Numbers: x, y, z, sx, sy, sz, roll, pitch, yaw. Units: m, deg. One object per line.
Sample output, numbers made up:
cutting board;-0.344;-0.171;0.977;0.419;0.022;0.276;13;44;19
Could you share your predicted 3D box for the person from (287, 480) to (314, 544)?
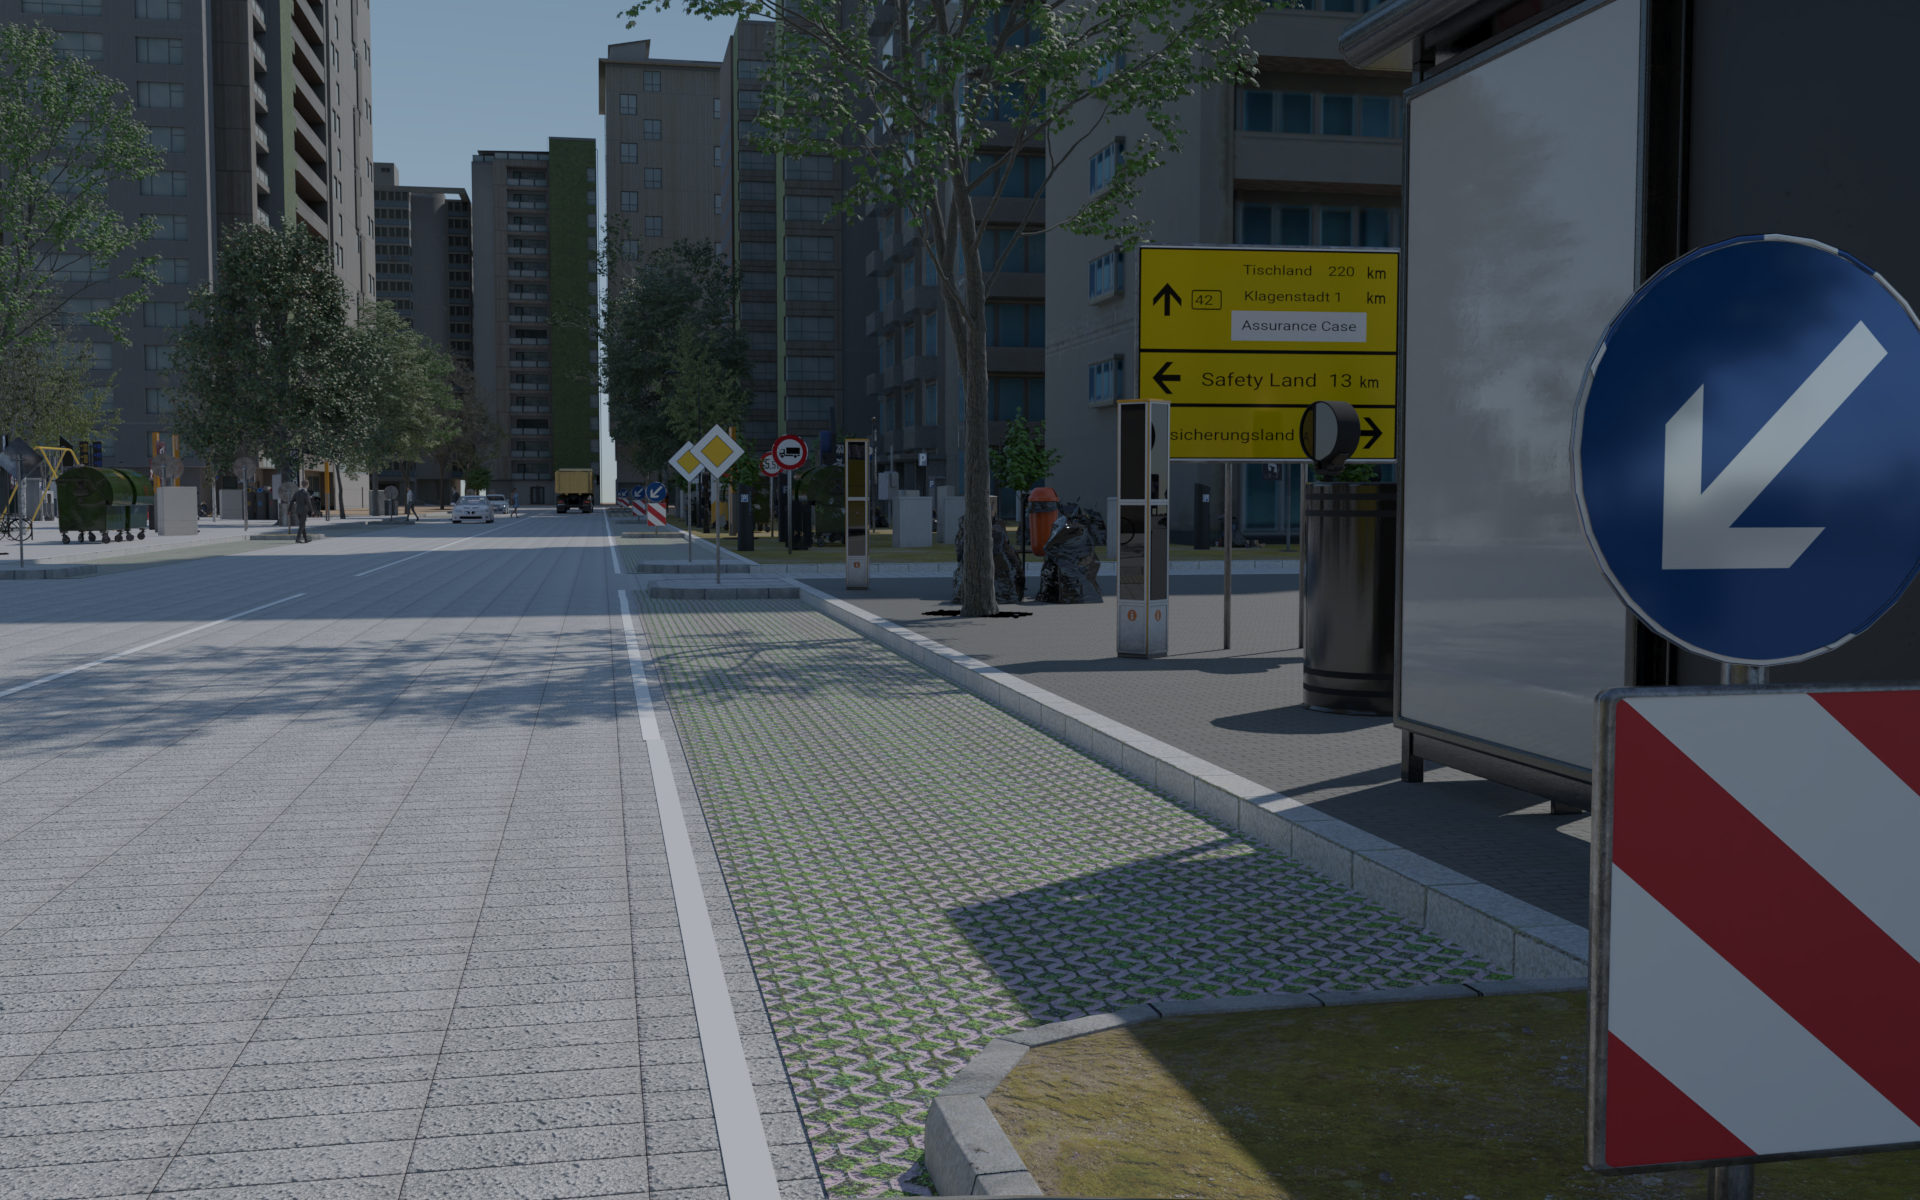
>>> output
person;-19.032;-2.567;50.250;0.659;1.850;0.755;2;4;27

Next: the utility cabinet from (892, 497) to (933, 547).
utility cabinet;-1.157;-1.885;41.979;1.020;1.237;0.306;-3;4;-38

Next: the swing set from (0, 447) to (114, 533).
swing set;-30.526;-3.711;58.300;2.862;2.851;3.119;-1;4;-9

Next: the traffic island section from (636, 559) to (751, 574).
traffic island section;-5.059;-0.631;32.603;2.009;0.180;2.903;-1;4;-12

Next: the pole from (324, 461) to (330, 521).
pole;-30.062;-5.407;82.253;0.158;3.312;0.155;0;3;0

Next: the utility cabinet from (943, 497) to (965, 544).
utility cabinet;0.081;-2.061;44.867;1.020;1.237;0.306;0;4;-4

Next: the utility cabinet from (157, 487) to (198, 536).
utility cabinet;-24.032;-2.722;53.176;0.318;1.500;1.173;2;4;30

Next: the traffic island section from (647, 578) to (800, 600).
traffic island section;-3.437;-0.153;24.784;2.009;0.180;2.903;-1;4;-12

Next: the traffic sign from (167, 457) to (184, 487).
traffic sign;-26.785;-3.596;58.896;0.768;2.556;0.104;-1;4;-10

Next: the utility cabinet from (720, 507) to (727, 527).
utility cabinet;-8.746;-3.541;66.572;1.173;1.500;0.318;-2;4;-25

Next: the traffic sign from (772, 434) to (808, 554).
traffic sign;-3.623;-2.249;36.871;0.768;2.556;0.104;-1;4;-11

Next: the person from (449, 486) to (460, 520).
person;-26.997;-5.155;92.566;0.755;1.850;0.659;-2;4;-32

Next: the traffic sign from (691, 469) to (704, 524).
traffic sign;-10.328;-4.035;68.102;0.606;2.300;0.079;0;4;-2

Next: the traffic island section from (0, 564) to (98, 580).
traffic island section;-16.410;-0.488;30.263;2.009;0.180;2.903;-1;4;-12

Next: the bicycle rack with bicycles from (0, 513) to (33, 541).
bicycle rack with bicycles;-26.574;-2.064;47.126;2.925;0.926;2.852;0;4;6

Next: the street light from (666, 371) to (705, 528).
street light;-10.401;-5.686;65.514;1.470;5.913;1.316;-1;4;-12

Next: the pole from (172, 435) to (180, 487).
pole;-27.098;-4.041;59.913;0.158;3.312;0.155;0;3;0

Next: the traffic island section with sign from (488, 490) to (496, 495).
traffic island section with sign;-42.481;-9.104;157.485;1.989;1.847;2.006;-1;4;-12

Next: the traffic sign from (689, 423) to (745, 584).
traffic sign;-3.459;-1.288;24.702;0.795;2.450;0.064;-1;4;-12

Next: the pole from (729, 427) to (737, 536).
pole;-6.947;-3.616;52.958;0.158;3.312;0.155;0;3;0

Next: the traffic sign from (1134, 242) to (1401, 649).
traffic sign;2.530;-1.247;14.262;2.265;3.308;0.079;0;4;-8

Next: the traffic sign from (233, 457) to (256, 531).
traffic sign;-24.756;-3.660;59.944;0.768;2.556;0.104;0;4;-5

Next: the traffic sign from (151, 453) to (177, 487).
traffic sign;-24.880;-3.304;54.129;0.768;2.556;0.104;0;4;-8

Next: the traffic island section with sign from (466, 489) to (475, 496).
traffic island section with sign;-36.932;-7.474;130.825;1.989;1.847;2.006;-1;4;-12

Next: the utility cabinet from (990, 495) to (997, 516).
utility cabinet;0.896;-3.221;63.818;1.020;1.237;0.306;-3;4;-39

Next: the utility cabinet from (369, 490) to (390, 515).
utility cabinet;-34.350;-5.738;102.493;1.173;1.500;0.318;0;4;-3

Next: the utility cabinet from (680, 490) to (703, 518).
utility cabinet;-14.034;-5.003;90.473;1.173;1.500;0.318;-3;4;-38

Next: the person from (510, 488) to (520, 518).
person;-26.697;-5.816;103.693;0.778;1.811;0.616;2;4;31

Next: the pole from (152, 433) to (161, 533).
pole;-26.627;-3.889;57.432;0.158;3.312;0.155;0;3;0

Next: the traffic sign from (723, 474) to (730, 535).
traffic sign;-7.126;-3.274;53.630;0.768;2.556;0.104;0;4;-4

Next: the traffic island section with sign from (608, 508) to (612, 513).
traffic island section with sign;-25.721;-7.561;132.247;1.989;1.847;2.006;-1;4;-12

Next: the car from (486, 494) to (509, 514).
car;-33.179;-6.826;123.613;2.014;1.417;4.499;-1;4;-11

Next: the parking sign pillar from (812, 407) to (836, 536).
parking sign pillar;-4.013;-3.946;52.989;1.447;3.967;1.447;0;4;-7

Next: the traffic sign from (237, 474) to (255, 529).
traffic sign;-25.928;-3.719;62.929;0.606;2.300;0.079;0;4;-5

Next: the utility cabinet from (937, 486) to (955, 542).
utility cabinet;-0.390;-2.299;46.266;0.318;1.500;1.173;1;4;9

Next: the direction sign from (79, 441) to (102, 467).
direction sign;-37.365;-5.047;74.518;0.876;3.537;0.379;-3;5;-41

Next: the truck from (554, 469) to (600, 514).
truck;-29.007;-8.243;130.696;3.469;3.379;9.791;-1;4;-10

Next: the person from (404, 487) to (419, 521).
person;-28.910;-5.058;91.297;0.850;1.850;0.679;1;4;16

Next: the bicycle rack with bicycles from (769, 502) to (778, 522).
bicycle rack with bicycles;-9.470;-4.125;80.832;2.925;0.926;2.852;-1;4;-22

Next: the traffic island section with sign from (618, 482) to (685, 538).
traffic island section with sign;-10.093;-2.948;56.833;1.989;1.847;2.006;-1;4;-12

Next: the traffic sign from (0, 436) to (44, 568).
traffic sign;-16.389;-1.625;30.206;0.795;2.450;0.064;-1;4;-12

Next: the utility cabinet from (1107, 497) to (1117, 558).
utility cabinet;3.451;-1.431;34.556;1.020;1.237;0.306;1;4;13

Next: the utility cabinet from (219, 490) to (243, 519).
utility cabinet;-36.801;-4.826;87.585;0.318;1.500;1.173;3;5;43

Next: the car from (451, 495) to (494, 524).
car;-24.137;-4.497;85.895;2.083;1.381;4.827;-1;4;-13

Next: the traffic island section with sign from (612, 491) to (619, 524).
traffic island section with sign;-15.560;-4.563;83.230;1.989;1.847;2.006;-1;4;-12

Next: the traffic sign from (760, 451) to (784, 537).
traffic sign;-5.615;-3.160;51.776;0.768;2.556;0.104;-1;4;-8

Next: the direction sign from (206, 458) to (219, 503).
direction sign;-42.910;-6.571;99.440;0.876;3.537;0.379;1;4;18

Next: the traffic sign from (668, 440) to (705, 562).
traffic sign;-5.080;-1.766;32.521;0.795;2.450;0.064;-1;4;-12
